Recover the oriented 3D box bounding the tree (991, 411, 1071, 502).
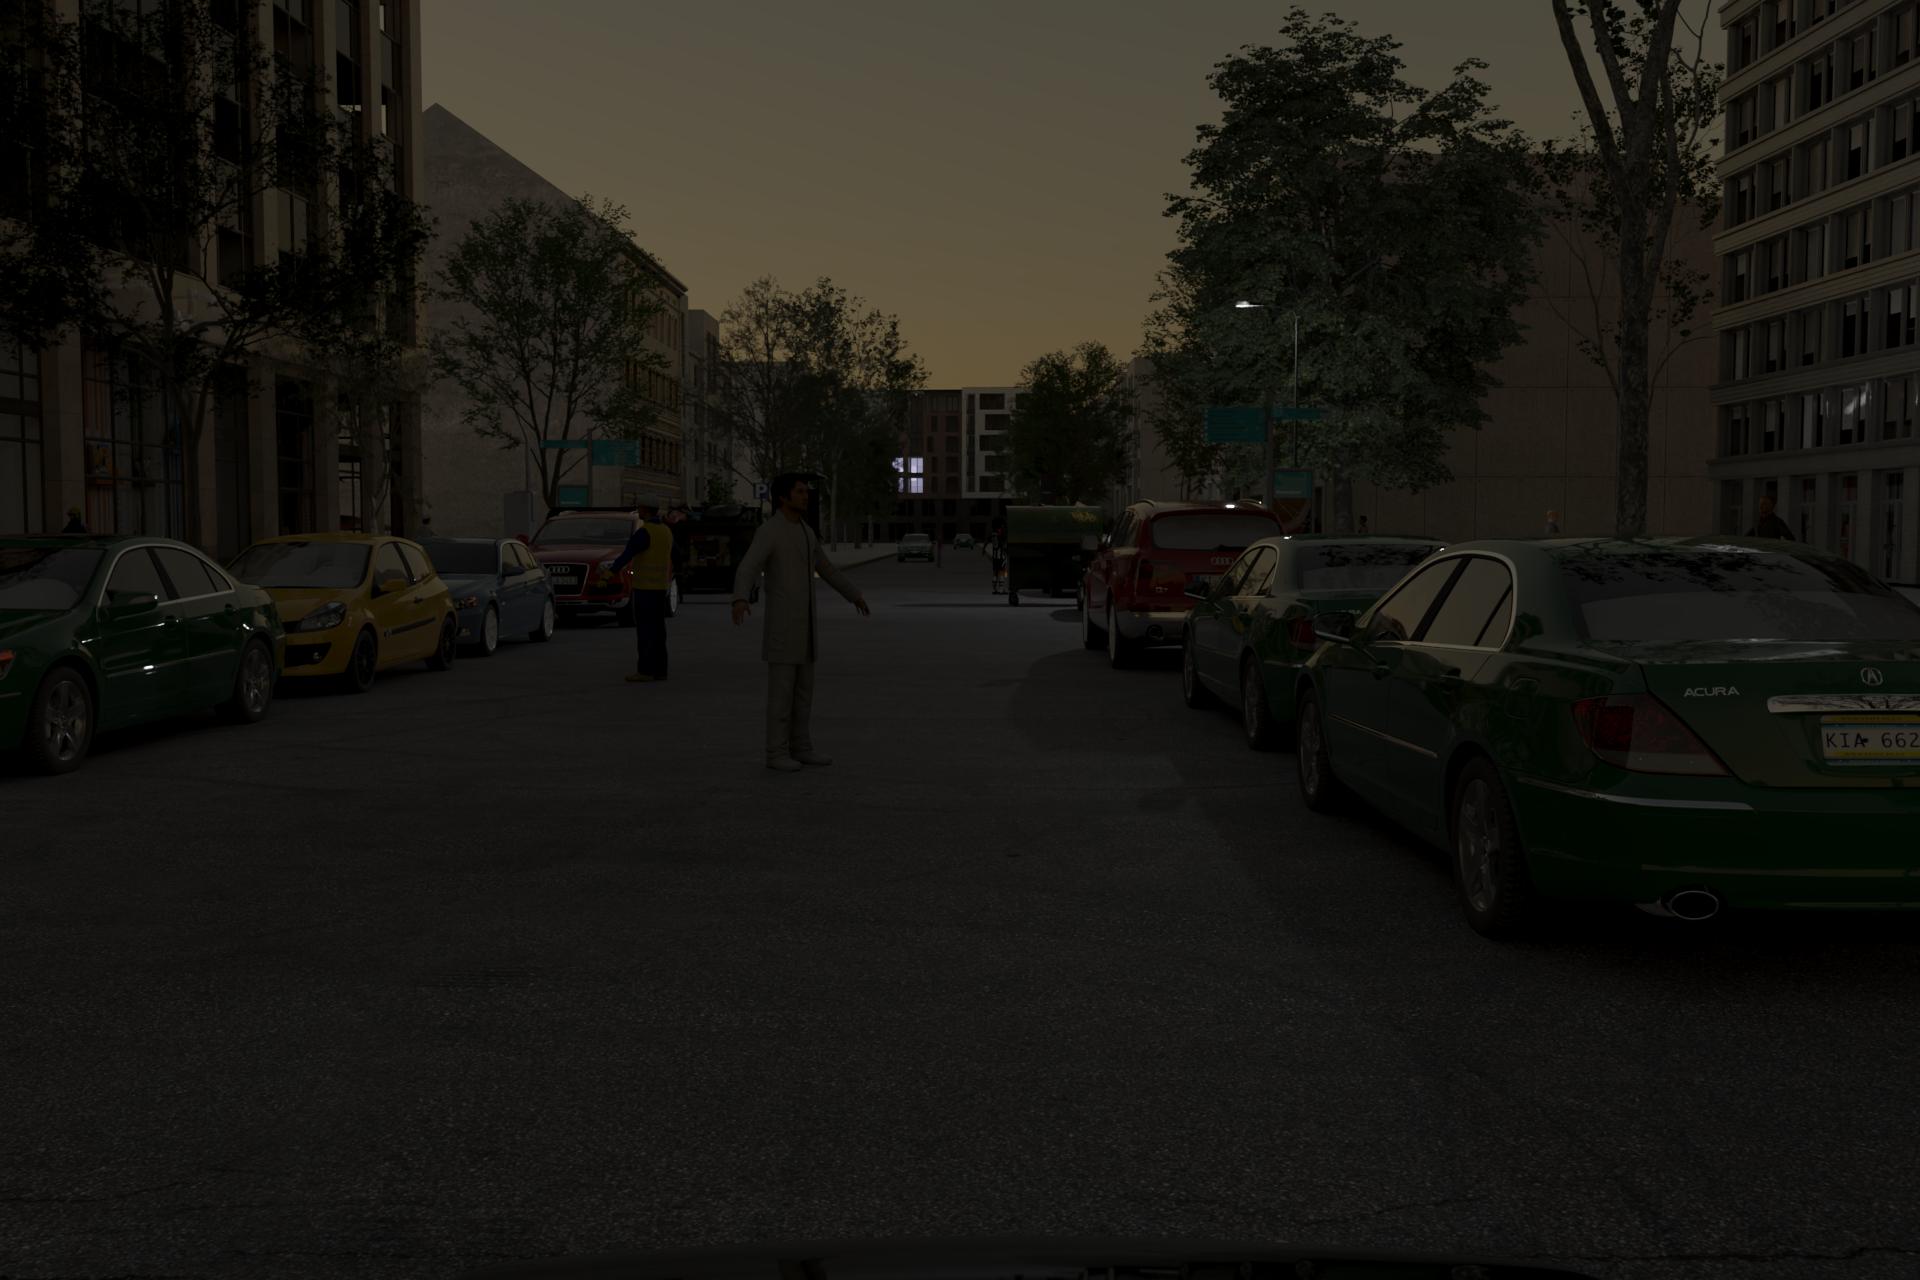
[{"bbox_3d":[6.315,-13.102,139.977,9.928,11.665,9.643,0,3,0],"label":"tree"}]

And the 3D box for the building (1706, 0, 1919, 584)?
[{"bbox_3d":[26.412,-12.023,43.256,8.464,21.280,15.925,0,4,1],"label":"building"}]

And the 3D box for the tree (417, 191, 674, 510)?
[{"bbox_3d":[-12.640,-7.800,53.287,9.928,11.665,9.643,0,3,0],"label":"tree"}]

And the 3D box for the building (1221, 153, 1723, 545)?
[{"bbox_3d":[24.108,-13.628,89.269,16.747,18.905,31.486,0,4,1],"label":"building"}]

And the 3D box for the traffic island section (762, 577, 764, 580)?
[{"bbox_3d":[-6.379,-1.972,55.111,1.991,0.108,1.994,0,4,0],"label":"traffic island section"}]

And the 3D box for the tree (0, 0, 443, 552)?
[{"bbox_3d":[-11.925,-5.680,27.284,8.767,10.594,7.601,1,4,11],"label":"tree"}]

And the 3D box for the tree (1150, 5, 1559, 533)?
[{"bbox_3d":[9.300,-8.265,41.790,9.857,13.997,8.962,0,3,0],"label":"tree"}]

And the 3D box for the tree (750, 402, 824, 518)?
[{"bbox_3d":[-9.246,-8.689,92.434,4.737,8.622,4.395,0,3,0],"label":"tree"}]

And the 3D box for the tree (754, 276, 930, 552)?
[{"bbox_3d":[-8.535,-16.504,125.722,12.611,20.169,13.585,0,3,0],"label":"tree"}]

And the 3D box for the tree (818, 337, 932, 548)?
[{"bbox_3d":[-9.062,-18.905,164.990,12.611,20.169,13.585,0,3,0],"label":"tree"}]

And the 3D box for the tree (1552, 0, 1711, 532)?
[{"bbox_3d":[7.254,-10.172,22.201,12.611,20.169,13.585,0,3,0],"label":"tree"}]

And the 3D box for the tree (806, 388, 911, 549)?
[{"bbox_3d":[-8.994,-14.893,150.152,9.857,13.997,8.962,0,3,0],"label":"tree"}]

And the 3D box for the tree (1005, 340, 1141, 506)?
[{"bbox_3d":[5.997,-10.176,92.129,9.928,11.665,9.643,0,3,0],"label":"tree"}]

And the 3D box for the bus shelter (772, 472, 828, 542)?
[{"bbox_3d":[-6.290,-4.725,68.543,1.731,3.624,6.357,0,4,0],"label":"bus shelter"}]

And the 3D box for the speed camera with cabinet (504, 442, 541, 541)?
[{"bbox_3d":[-9.448,-2.662,37.860,0.660,3.252,2.038,0,4,-1],"label":"speed camera with cabinet"}]

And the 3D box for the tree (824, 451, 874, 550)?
[{"bbox_3d":[-9.304,-11.576,139.624,4.360,8.622,3.978,0,3,0],"label":"tree"}]

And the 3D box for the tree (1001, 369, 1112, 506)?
[{"bbox_3d":[6.360,-12.179,117.251,7.486,12.596,7.792,0,3,0],"label":"tree"}]

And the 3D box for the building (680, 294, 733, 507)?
[{"bbox_3d":[-28.508,-16.523,136.610,16.747,18.905,31.486,0,4,0],"label":"building"}]

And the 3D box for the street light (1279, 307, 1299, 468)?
[{"bbox_3d":[7.250,-3.796,34.614,1.470,5.913,1.316,0,3,0],"label":"street light"}]

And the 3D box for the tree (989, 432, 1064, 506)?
[{"bbox_3d":[6.364,-14.133,156.827,9.928,11.665,9.643,0,3,0],"label":"tree"}]

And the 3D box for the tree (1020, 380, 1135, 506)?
[{"bbox_3d":[7.025,-10.239,101.827,7.601,10.594,8.767,-2,4,-32],"label":"tree"}]

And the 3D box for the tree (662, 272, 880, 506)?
[{"bbox_3d":[-8.878,-10.516,82.304,12.009,13.543,11.850,0,3,0],"label":"tree"}]

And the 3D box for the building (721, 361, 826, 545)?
[{"bbox_3d":[-24.424,-19.976,193.061,16.747,18.905,31.486,0,4,-1],"label":"building"}]

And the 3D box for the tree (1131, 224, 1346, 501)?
[{"bbox_3d":[9.234,-8.027,57.001,9.928,11.665,9.643,0,3,0],"label":"tree"}]

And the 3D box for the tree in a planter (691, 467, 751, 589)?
[{"bbox_3d":[-6.418,-2.989,46.087,1.991,3.239,1.994,0,4,1],"label":"tree in a planter"}]

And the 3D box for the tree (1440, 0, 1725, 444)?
[{"bbox_3d":[23.873,-12.713,63.746,12.611,20.169,13.585,0,3,0],"label":"tree"}]

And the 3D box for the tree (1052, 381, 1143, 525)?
[{"bbox_3d":[6.068,-8.190,84.265,4.360,8.622,3.978,0,3,0],"label":"tree"}]

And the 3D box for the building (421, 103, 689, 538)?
[{"bbox_3d":[-26.544,-16.325,97.849,19.493,23.208,18.063,0,4,1],"label":"building"}]

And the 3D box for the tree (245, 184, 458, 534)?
[{"bbox_3d":[-12.242,-5.266,36.468,4.360,8.622,3.978,0,3,0],"label":"tree"}]

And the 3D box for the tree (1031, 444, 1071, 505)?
[{"bbox_3d":[6.267,-10.822,127.305,4.360,8.622,3.978,0,3,0],"label":"tree"}]

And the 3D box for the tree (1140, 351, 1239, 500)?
[{"bbox_3d":[9.078,-7.158,67.394,4.737,8.622,4.395,0,3,0],"label":"tree"}]

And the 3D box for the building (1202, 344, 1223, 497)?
[{"bbox_3d":[23.624,-16.798,131.065,16.016,20.090,11.380,0,4,1],"label":"building"}]

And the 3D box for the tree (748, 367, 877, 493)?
[{"bbox_3d":[-8.830,-10.891,103.828,9.928,11.665,9.643,0,3,0],"label":"tree"}]

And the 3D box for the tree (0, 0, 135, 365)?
[{"bbox_3d":[-12.304,-5.087,17.580,7.601,10.594,8.767,-2,4,-26],"label":"tree"}]
